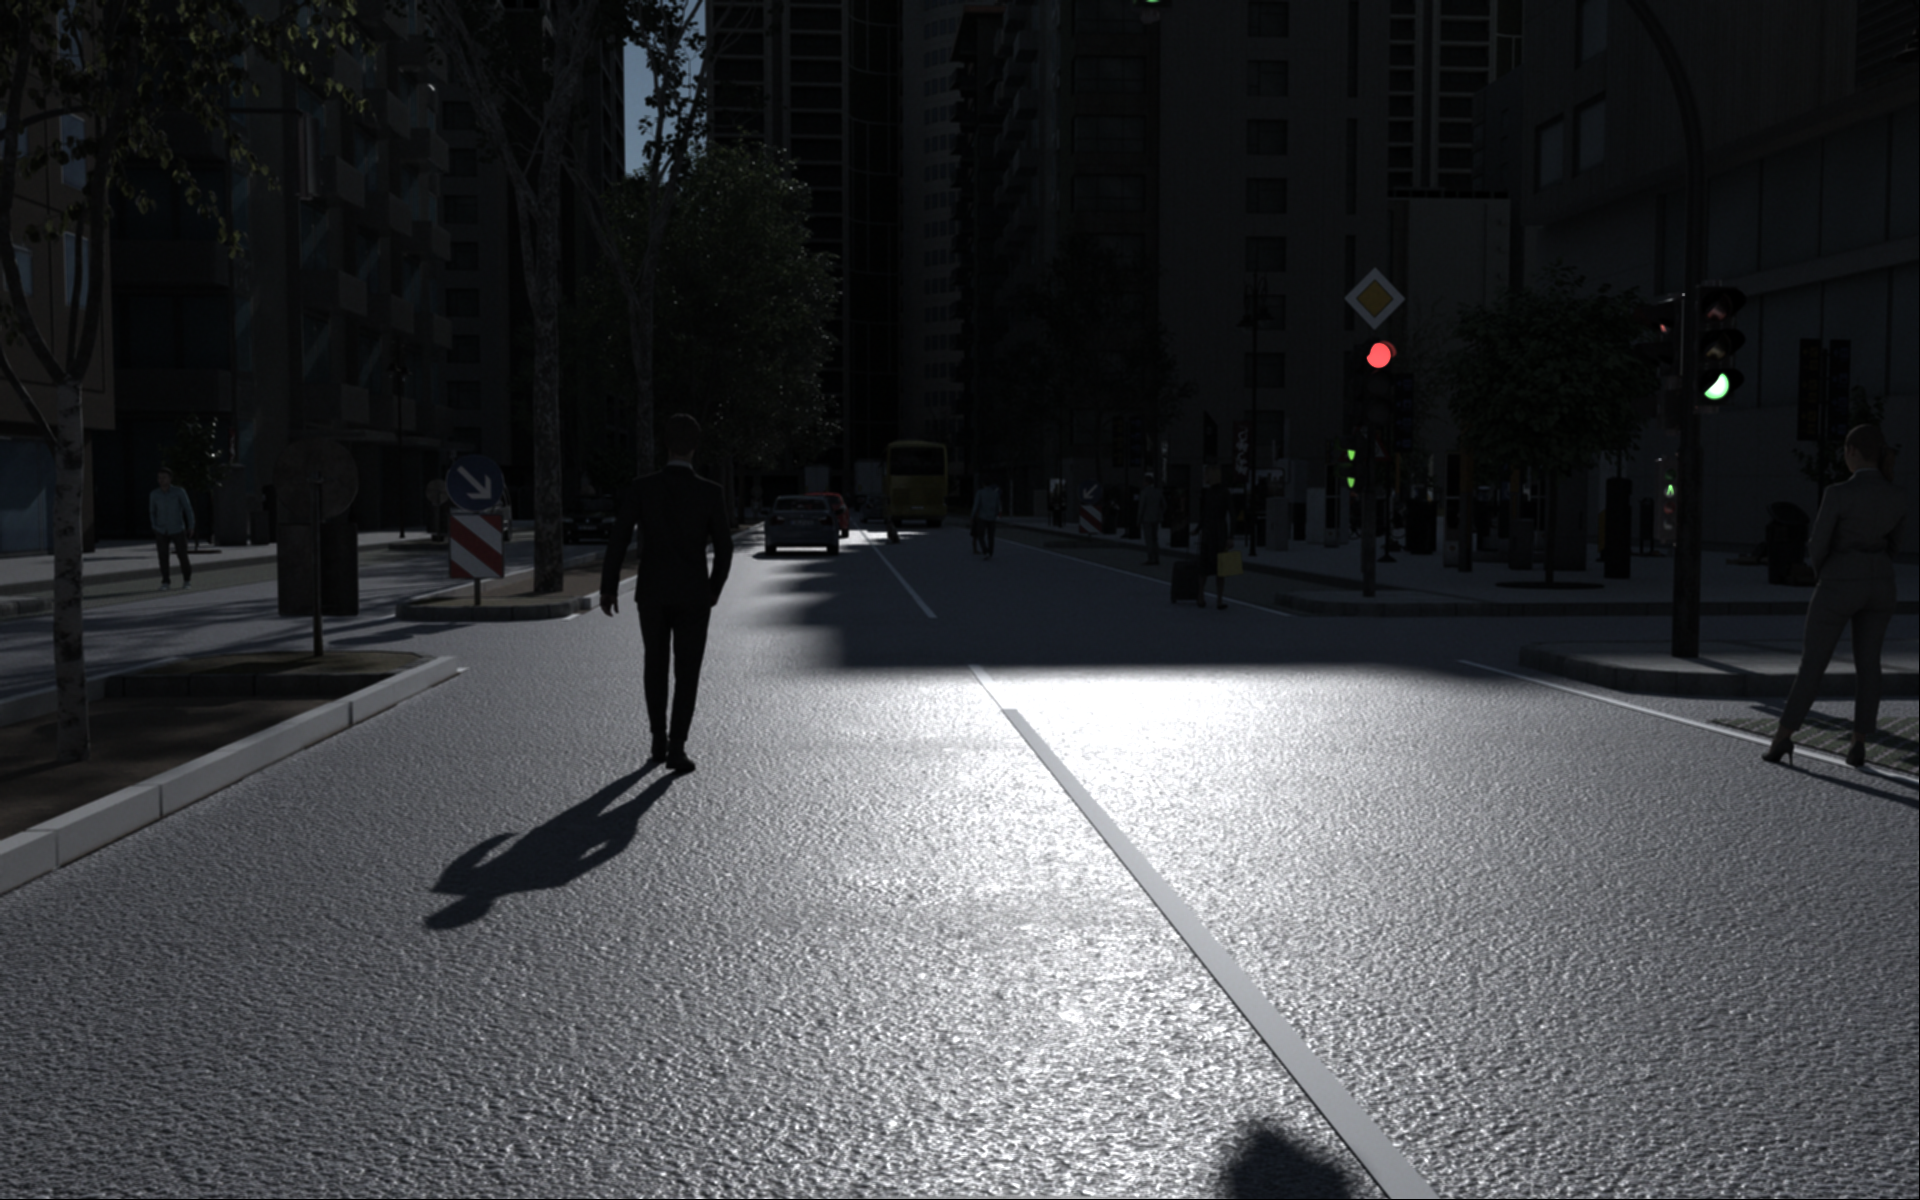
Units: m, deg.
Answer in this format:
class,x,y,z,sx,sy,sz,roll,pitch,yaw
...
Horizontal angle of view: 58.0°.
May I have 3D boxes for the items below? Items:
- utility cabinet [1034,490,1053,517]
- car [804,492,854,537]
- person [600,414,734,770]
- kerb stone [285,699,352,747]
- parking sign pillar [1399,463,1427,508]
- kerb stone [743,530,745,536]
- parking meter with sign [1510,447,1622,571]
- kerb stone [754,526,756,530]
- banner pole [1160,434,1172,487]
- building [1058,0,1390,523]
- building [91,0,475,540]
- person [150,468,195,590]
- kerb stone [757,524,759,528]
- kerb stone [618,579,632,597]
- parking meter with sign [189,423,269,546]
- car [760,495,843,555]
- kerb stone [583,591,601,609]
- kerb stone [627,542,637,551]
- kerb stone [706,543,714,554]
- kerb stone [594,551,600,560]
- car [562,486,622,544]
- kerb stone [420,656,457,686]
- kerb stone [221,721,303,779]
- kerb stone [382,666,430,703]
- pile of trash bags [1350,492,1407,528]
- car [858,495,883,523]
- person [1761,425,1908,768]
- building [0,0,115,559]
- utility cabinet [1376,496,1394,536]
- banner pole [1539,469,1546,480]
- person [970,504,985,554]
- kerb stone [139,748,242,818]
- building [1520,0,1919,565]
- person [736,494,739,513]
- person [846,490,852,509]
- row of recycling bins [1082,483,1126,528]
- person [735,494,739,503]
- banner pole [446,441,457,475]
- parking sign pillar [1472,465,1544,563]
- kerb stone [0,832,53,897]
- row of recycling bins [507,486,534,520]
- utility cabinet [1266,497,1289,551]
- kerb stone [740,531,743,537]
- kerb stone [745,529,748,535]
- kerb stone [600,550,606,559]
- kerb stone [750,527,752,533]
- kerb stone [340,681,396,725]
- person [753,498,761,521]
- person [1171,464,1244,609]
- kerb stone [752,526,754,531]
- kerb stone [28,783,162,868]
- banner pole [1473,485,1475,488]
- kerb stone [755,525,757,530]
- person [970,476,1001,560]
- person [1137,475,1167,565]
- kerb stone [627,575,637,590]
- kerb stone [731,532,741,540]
class,x,y,z,sx,sy,sz,roll,pitch,yaw
utility cabinet,4.693,-5.335,95.899,1.173,1.500,0.318,-1,4,-16
car,-4.668,-3.033,58.634,2.155,1.783,4.494,0,4,-4
person,-1.512,-0.051,9.115,0.659,1.850,0.755,0,4,-2
kerb stone,-3.789,0.735,10.188,0.120,0.150,1.000,0,4,-4
parking sign pillar,22.162,-5.886,84.705,1.447,3.967,1.447,-1,4,-11
kerb stone,-7.350,-2.175,57.765,0.120,0.150,1.000,0,4,-4
parking meter with sign,10.162,-2.004,29.031,1.738,3.016,0.543,1,4,21
kerb stone,-7.959,-2.676,65.942,0.120,0.150,1.000,0,4,-4
banner pole,8.546,-4.994,71.668,0.401,3.779,0.863,3,5,41
building,11.430,-18.987,82.140,14.160,30.474,14.107,0,4,-4
building,-30.794,-26.898,59.398,23.786,49.044,30.456,0,4,-4
person,-11.773,-1.065,25.924,0.660,1.820,0.620,-1,4,-8
kerb stone,-8.197,-2.863,69.003,0.120,0.150,1.000,0,4,-4
kerb stone,-4.895,-0.174,25.035,0.120,0.150,1.000,0,4,-4
parking meter with sign,-18.148,-2.862,43.060,1.738,3.016,0.543,-3,5,-43
car,-3.818,-1.820,41.761,2.014,1.417,4.499,0,4,-5
kerb stone,-4.673,0.017,21.961,0.120,0.150,1.000,0,4,-4
kerb stone,-8.451,-1.348,44.293,0.120,0.150,1.000,0,4,-4
kerb stone,-6.275,-1.293,43.433,0.120,0.150,1.000,0,4,-4
kerb stone,-7.913,-0.914,37.146,0.120,0.150,1.000,0,4,-4
car,-10.726,-2.510,50.831,2.009,1.686,4.222,0,4,-6
kerb stone,-4.019,0.552,13.259,0.120,0.150,1.000,0,4,-4
kerb stone,-3.707,0.797,9.167,0.120,0.150,1.000,0,4,-4
kerb stone,-3.937,0.609,12.234,0.120,0.150,1.000,0,4,-4
pile of trash bags,15.670,-3.445,66.071,1.912,1.369,3.447,-1,4,-20
car,-4.057,-4.548,86.356,2.014,1.417,4.499,0,4,-6
person,4.621,-0.022,9.140,0.520,1.790,0.573,-1,4,-23
building,-25.055,-23.207,29.550,14.600,45.320,14.200,0,4,-4
utility cabinet,13.086,-2.620,53.999,0.306,1.237,1.020,-1,4,-23
banner pole,12.707,-2.882,37.131,0.863,3.779,0.401,1,4,23
person,0.425,-1.725,41.373,0.373,1.253,0.362,0,4,-6
kerb stone,-3.622,0.859,8.149,0.120,0.150,1.000,0,4,-4
building,29.301,-27.213,34.174,27.495,52.752,28.713,0,4,-4
person,-16.759,-7.236,130.032,0.599,1.433,0.991,0,4,-4
person,-10.910,-9.932,170.754,0.599,1.838,0.709,-1,4,-14
row of recycling bins,5.633,-3.669,67.100,1.069,1.692,3.534,-1,4,-18
person,-15.098,-6.492,117.882,0.697,1.427,0.421,0,4,7
banner pole,-24.234,-5.656,82.496,0.401,3.779,0.863,2,4,33
parking sign pillar,10.431,-2.706,32.718,1.447,3.967,1.447,1,4,19
kerb stone,-3.469,0.986,6.098,0.120,0.150,1.000,0,4,-4
row of recycling bins,-22.588,-4.825,86.008,3.534,1.692,1.069,2,4,27
utility cabinet,7.198,-1.726,39.379,0.306,1.237,1.020,0,4,-3
kerb stone,-7.277,-2.113,56.745,0.120,0.150,1.000,0,4,-4
kerb stone,-7.499,-2.299,59.805,0.120,0.150,1.000,0,4,-4
kerb stone,-7.986,-0.977,38.166,0.120,0.150,1.000,0,4,-4
kerb stone,-7.736,-2.484,62.876,0.120,0.150,1.000,0,4,-4
kerb stone,-3.855,0.672,11.211,0.120,0.150,1.000,0,4,-4
person,-10.590,-4.705,90.448,0.505,1.210,0.382,1,4,16
person,3.142,-0.813,22.016,0.699,1.804,1.509,0,4,-2
kerb stone,-7.884,-2.613,64.922,0.120,0.150,1.000,0,4,-4
kerb stone,-3.548,0.922,7.124,0.120,0.150,1.000,0,4,-4
banner pole,25.597,-5.944,87.203,0.401,3.779,0.863,-3,4,-38
kerb stone,-8.035,-2.738,66.961,0.120,0.150,1.000,0,4,-4
person,0.584,-1.787,37.743,0.660,1.820,0.620,-2,4,-26
person,3.835,-1.601,34.783,0.635,1.810,0.391,-3,5,-41
kerb stone,-4.977,-0.236,26.056,0.120,0.150,1.000,0,4,-4
kerb stone,-7.198,-2.051,55.726,0.120,0.150,1.000,0,4,-4
